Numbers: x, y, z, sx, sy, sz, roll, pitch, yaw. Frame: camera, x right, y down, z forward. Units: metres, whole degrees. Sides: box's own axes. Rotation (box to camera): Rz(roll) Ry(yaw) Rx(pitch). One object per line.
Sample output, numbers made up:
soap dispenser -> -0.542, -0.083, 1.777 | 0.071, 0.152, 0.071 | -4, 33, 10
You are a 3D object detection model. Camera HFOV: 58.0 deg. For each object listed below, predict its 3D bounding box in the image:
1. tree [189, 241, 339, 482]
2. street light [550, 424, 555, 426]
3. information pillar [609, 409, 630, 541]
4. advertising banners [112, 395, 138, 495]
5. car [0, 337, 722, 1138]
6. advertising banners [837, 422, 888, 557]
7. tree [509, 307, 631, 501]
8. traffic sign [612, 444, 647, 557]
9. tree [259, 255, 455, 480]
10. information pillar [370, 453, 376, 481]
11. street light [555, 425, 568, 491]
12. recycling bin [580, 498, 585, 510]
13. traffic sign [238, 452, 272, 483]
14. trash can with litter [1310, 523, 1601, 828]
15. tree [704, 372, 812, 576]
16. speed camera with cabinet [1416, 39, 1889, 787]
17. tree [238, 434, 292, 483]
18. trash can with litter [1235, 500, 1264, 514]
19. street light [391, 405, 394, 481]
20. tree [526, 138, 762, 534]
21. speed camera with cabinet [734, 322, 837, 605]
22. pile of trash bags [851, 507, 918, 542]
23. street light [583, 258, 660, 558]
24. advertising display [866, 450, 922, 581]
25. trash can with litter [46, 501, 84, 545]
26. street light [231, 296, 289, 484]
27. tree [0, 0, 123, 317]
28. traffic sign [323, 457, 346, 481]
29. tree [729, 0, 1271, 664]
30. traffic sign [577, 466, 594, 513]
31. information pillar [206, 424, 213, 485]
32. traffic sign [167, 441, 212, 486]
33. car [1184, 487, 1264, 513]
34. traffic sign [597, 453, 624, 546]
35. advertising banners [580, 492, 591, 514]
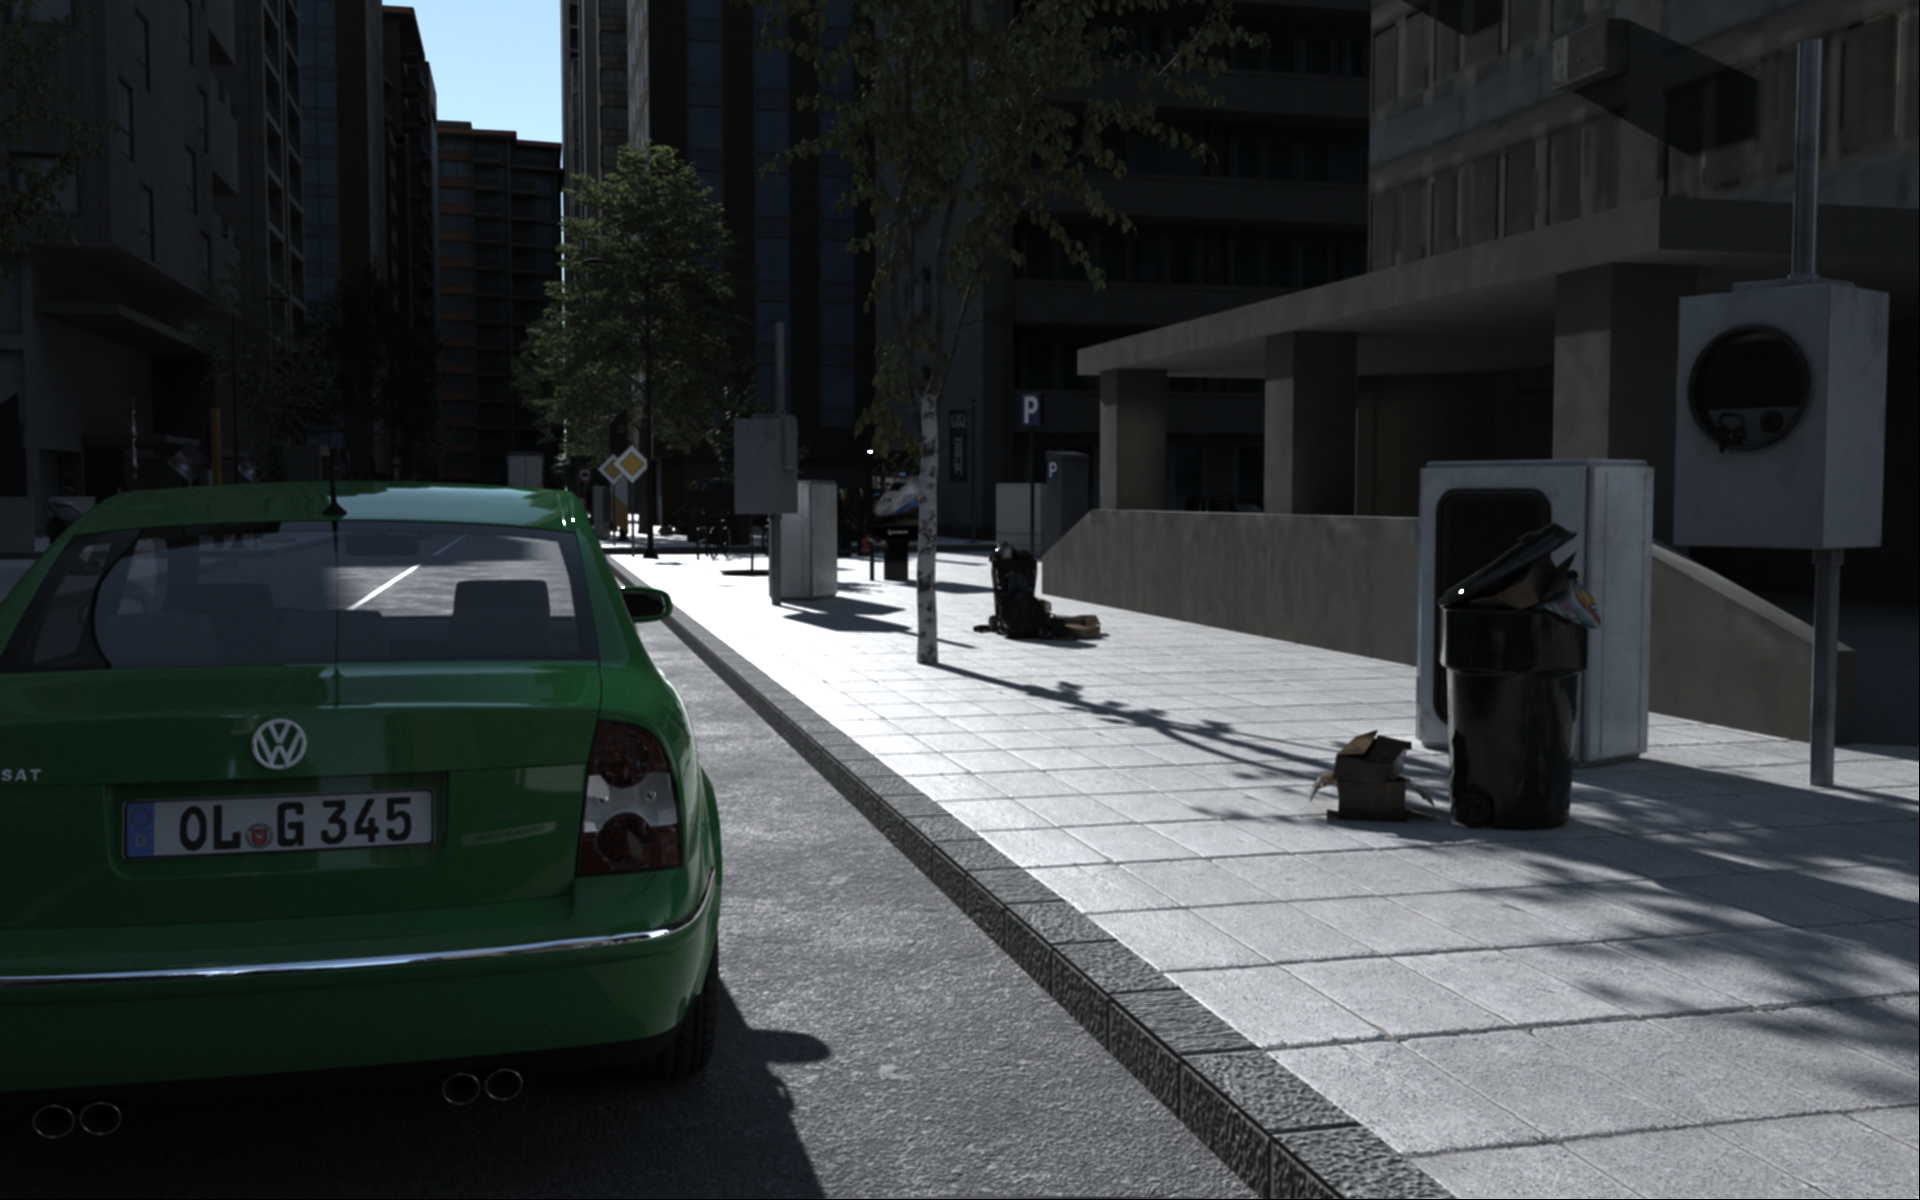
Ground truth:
tree -> -20.773, -6.189, 51.547 | 4.737, 8.622, 4.395 | 0, 3, 0
street light -> -26.777, -8.753, 115.656 | 1.470, 5.913, 1.316 | -1, 4, -14
information pillar -> -9.355, -3.438, 47.568 | 0.504, 3.616, 0.183 | -1, 4, -15
advertising banners -> -14.443, -2.069, 30.014 | 0.090, 3.025, 2.074 | -1, 4, -15
car -> -1.824, 0.209, 5.386 | 1.959, 1.807, 4.718 | -1, 4, -14
advertising banners -> -1.998, -2.426, 35.851 | 0.090, 3.025, 2.074 | 2, 4, 30
tree -> -20.549, -10.260, 93.502 | 9.928, 11.665, 9.643 | 0, 3, 0
traffic sign -> -6.625, -1.920, 35.029 | 0.795, 2.450, 0.064 | -1, 4, -14
tree -> -23.544, -8.122, 67.201 | 7.601, 10.594, 8.767 | 0, 4, 2
information pillar -> -33.666, -6.606, 99.364 | 0.183, 3.616, 0.504 | -3, 5, -44
street light -> -15.209, -5.889, 68.818 | 1.470, 5.913, 1.316 | -1, 4, -14
recycling bin -> -22.911, -5.581, 103.804 | 0.722, 1.027, 0.722 | 0, 4, 6
traffic sign -> -16.607, -2.273, 40.805 | 0.795, 2.450, 0.064 | -1, 4, -14
trash can with litter -> 1.914, 0.282, 6.778 | 1.055, 1.170, 0.624 | 1, 4, 12
tree -> -3.192, -2.020, 27.634 | 1.663, 3.219, 1.824 | 0, 3, 0
speed camera with cabinet -> 3.143, -0.841, 8.087 | 0.660, 3.252, 2.038 | -3, 4, -38
tree -> -21.870, -3.709, 55.241 | 1.663, 3.219, 1.824 | 0, 3, 0
trash can with litter -> 5.579, -1.298, 32.615 | 0.624, 1.170, 1.055 | -1, 4, -13
street light -> -28.087, -7.024, 87.391 | 1.470, 5.913, 1.316 | -1, 4, -14
tree -> -9.842, -8.420, 55.788 | 7.486, 12.596, 7.792 | 0, 3, 0
speed camera with cabinet -> -2.074, -1.616, 20.765 | 0.660, 3.252, 2.038 | 1, 4, 15
pile of trash bags -> -2.785, -2.253, 46.583 | 3.447, 1.369, 1.912 | -3, 5, -44
street light -> -6.729, -3.784, 34.417 | 1.470, 5.913, 1.316 | -1, 4, -14
advertising display -> -0.957, -1.266, 25.909 | 0.974, 1.923, 0.123 | -2, 4, -35
trash can with litter -> -14.070, -0.994, 27.637 | 1.055, 1.170, 0.624 | 2, 4, 31
street light -> -16.444, -4.166, 40.661 | 1.470, 5.913, 1.316 | -1, 4, -14
tree -> -12.844, -4.358, 21.619 | 4.737, 8.622, 4.395 | 0, 3, 0
traffic sign -> -21.613, -3.656, 59.876 | 0.768, 2.556, 0.104 | 0, 4, -6
tree -> -0.061, -3.834, 13.048 | 4.737, 8.622, 4.395 | 0, 3, 0
traffic sign -> -17.202, -4.860, 79.562 | 0.768, 2.556, 0.104 | 0, 4, -8
information pillar -> -25.276, -4.110, 58.555 | 0.183, 3.616, 0.504 | 0, 4, 5
traffic sign -> -14.680, -1.799, 33.055 | 0.795, 2.450, 0.064 | -1, 4, -14
car -> 7.379, -2.058, 43.440 | 4.222, 1.686, 2.009 | -1, 4, -12
traffic sign -> -8.552, -2.394, 42.779 | 0.795, 2.450, 0.064 | -1, 4, -14
advertising banners -> -24.285, -7.192, 113.778 | 2.074, 3.025, 0.090 | 3, 5, 42
